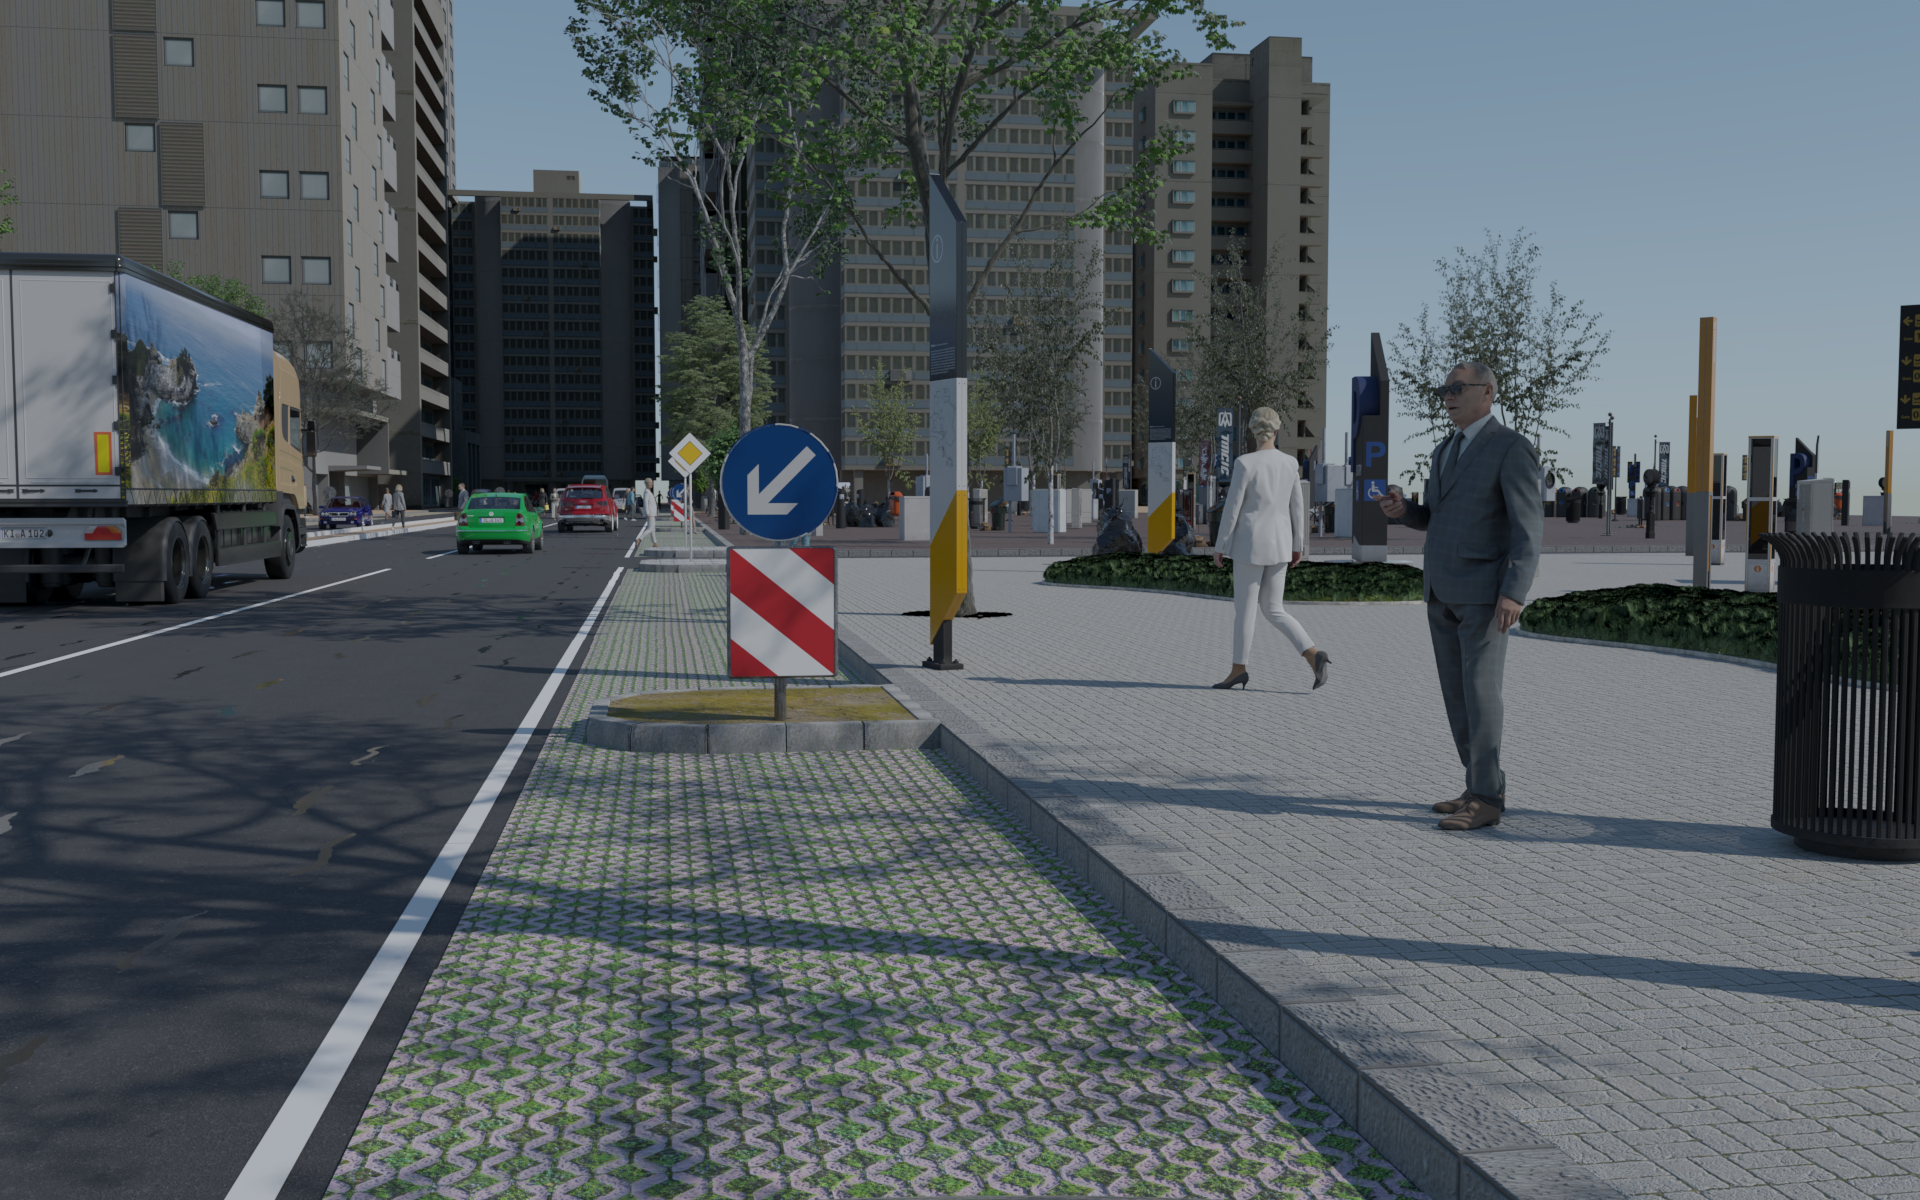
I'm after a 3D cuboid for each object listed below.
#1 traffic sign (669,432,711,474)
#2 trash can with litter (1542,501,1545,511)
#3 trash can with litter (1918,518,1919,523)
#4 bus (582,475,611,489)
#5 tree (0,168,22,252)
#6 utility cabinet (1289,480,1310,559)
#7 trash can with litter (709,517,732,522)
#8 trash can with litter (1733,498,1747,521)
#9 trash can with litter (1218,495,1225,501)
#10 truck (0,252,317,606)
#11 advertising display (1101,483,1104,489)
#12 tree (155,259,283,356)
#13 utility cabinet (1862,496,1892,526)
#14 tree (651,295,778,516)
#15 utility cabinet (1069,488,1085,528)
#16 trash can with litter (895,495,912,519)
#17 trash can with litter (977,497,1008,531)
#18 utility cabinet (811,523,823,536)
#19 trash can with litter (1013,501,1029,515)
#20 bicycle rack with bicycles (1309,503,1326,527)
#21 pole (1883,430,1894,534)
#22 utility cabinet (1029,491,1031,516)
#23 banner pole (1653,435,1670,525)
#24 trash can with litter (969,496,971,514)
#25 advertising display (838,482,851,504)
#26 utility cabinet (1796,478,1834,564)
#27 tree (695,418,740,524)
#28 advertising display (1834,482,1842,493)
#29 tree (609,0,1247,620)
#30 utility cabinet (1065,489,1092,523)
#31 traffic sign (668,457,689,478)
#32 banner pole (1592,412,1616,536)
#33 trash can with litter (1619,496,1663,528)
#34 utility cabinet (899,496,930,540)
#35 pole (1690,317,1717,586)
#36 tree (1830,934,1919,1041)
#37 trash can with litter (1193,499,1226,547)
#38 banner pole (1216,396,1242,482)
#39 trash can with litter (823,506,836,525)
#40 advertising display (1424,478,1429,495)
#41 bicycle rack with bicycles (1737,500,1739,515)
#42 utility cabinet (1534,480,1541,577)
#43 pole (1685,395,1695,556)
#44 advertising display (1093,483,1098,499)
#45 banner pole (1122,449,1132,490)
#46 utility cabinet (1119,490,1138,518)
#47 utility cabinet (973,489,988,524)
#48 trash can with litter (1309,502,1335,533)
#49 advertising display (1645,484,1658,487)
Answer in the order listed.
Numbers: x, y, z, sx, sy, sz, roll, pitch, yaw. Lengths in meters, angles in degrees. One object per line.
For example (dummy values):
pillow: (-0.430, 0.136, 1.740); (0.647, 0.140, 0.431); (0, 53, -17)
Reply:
traffic sign: (-5.061, -1.863, 32.643); (0.795, 2.593, 0.064); (-1, 4, -10)
trash can with litter: (28.485, -4.527, 85.408); (0.624, 1.170, 1.055); (1, 4, 9)
trash can with litter: (42.419, -3.923, 75.191); (1.678, 1.210, 2.233); (-1, 4, -10)
bus: (-37.122, -11.118, 176.641); (2.948, 3.499, 13.247); (-1, 4, -11)
tree: (-28.127, -7.249, 44.283); (9.928, 11.665, 9.643); (0, 3, 0)
utility cabinet: (5.008, -1.174, 27.869); (1.173, 1.500, 0.318); (0, 4, -2)
trash can with litter: (-10.964, -4.304, 81.421); (1.678, 1.210, 2.233); (-1, 4, -10)
trash can with litter: (37.062, -4.315, 81.941); (0.624, 1.170, 1.055); (-1, 4, -23)
trash can with litter: (13.933, -4.882, 90.880); (2.233, 1.210, 1.678); (3, 5, 45)
truck: (-11.892, -2.244, 25.605); (2.839, 4.237, 11.283); (-1, 4, -10)
advertising display: (8.533, -5.715, 98.651); (0.974, 1.923, 0.123); (0, 4, 7)
tree: (-33.506, -9.259, 77.144); (9.928, 11.665, 9.643); (0, 3, 0)
utility cabinet: (36.945, -3.584, 69.766); (1.020, 1.237, 0.306); (2, 4, 30)
tree: (-14.053, -11.080, 99.284); (7.486, 12.596, 7.792); (0, 3, 0)
utility cabinet: (4.338, -3.391, 64.125); (0.318, 1.500, 1.173); (1, 4, 9)
trash can with litter: (-2.845, -4.710, 88.063); (2.233, 1.210, 1.678); (-3, 4, -38)
trash can with litter: (1.171, -3.003, 60.490); (1.055, 1.170, 0.624); (-2, 4, -33)
utility cabinet: (-4.647, -2.601, 53.691); (0.306, 1.237, 1.020); (-3, 5, -40)
trash can with litter: (4.135, -5.789, 105.709); (2.233, 1.210, 1.678); (3, 5, 43)
bicycle rack with bicycles: (14.598, -3.250, 66.521); (2.925, 0.926, 2.852); (-1, 4, -11)
pole: (29.735, -3.770, 55.482); (0.158, 3.312, 0.155); (0, 3, 0)
utility cabinet: (4.511, -5.466, 98.049); (1.173, 1.500, 0.318); (2, 4, 32)
banner pole: (29.522, -5.078, 73.043); (0.863, 3.779, 0.401); (0, 4, -2)
trash can with litter: (0.813, -6.102, 110.827); (2.233, 1.210, 1.678); (-1, 4, -19)
advertising display: (-6.045, -5.166, 89.678); (0.123, 1.923, 0.974); (3, 5, 43)
utility cabinet: (12.189, -0.983, 24.751); (0.318, 1.500, 1.173); (1, 4, 17)
tree: (-9.747, -5.589, 75.087); (4.285, 4.588, 4.351); (0, 3, 0)
advertising display: (48.678, -5.533, 95.686); (0.974, 1.923, 0.123); (-1, 4, -23)
tree: (-0.181, -5.635, 17.895); (9.928, 11.665, 9.643); (0, 3, 0)
utility cabinet: (5.157, -4.111, 75.901); (1.173, 1.500, 0.318); (-1, 4, -18)
traffic sign: (-6.406, -2.344, 40.514); (0.795, 2.593, 0.064); (-1, 4, -10)
banner pole: (19.801, -3.874, 53.360); (0.401, 3.779, 0.863); (-2, 4, -29)
trash can with litter: (26.002, -3.363, 66.040); (1.678, 1.210, 2.233); (1, 4, 13)
utility cabinet: (-1.188, -2.268, 48.247); (1.020, 1.237, 0.306); (-2, 4, -31)
pole: (8.631, -1.604, 20.069); (0.158, 3.312, 0.155); (0, 3, 0)
tree: (2.695, -5.714, 3.794); (12.009, 13.543, 11.850); (0, 3, 0)
trash can with litter: (6.076, -1.869, 41.944); (1.055, 1.170, 0.624); (-1, 4, -17)
banner pole: (6.903, -3.314, 44.201); (0.863, 3.779, 0.401); (-1, 4, -19)
trash can with litter: (-5.311, -3.712, 71.752); (1.678, 1.210, 2.233); (-2, 4, -27)
advertising display: (19.403, -4.091, 72.095); (0.123, 1.923, 0.974); (1, 4, 10)
bicycle rack with bicycles: (46.952, -5.557, 104.234); (2.925, 0.926, 2.852); (-3, 5, -42)
utility cabinet: (8.215, -1.085, 26.414); (1.173, 1.500, 0.318); (0, 4, -6)
pole: (15.115, -2.566, 35.793); (0.158, 3.312, 0.155); (0, 3, 0)
advertising display: (7.584, -5.611, 96.955); (0.123, 1.923, 0.974); (0, 4, -6)
banner pole: (9.347, -6.517, 96.567); (0.401, 3.779, 0.863); (-3, 5, -40)
utility cabinet: (8.767, -5.037, 91.033); (1.173, 1.500, 0.318); (3, 4, 38)
utility cabinet: (0.866, -3.914, 72.676); (0.318, 1.500, 1.173); (1, 4, 17)
trash can with litter: (12.034, -2.798, 57.138); (1.055, 1.170, 0.624); (0, 4, 2)
advertising display: (45.022, -6.535, 112.057); (0.974, 1.923, 0.123); (0, 4, 7)
